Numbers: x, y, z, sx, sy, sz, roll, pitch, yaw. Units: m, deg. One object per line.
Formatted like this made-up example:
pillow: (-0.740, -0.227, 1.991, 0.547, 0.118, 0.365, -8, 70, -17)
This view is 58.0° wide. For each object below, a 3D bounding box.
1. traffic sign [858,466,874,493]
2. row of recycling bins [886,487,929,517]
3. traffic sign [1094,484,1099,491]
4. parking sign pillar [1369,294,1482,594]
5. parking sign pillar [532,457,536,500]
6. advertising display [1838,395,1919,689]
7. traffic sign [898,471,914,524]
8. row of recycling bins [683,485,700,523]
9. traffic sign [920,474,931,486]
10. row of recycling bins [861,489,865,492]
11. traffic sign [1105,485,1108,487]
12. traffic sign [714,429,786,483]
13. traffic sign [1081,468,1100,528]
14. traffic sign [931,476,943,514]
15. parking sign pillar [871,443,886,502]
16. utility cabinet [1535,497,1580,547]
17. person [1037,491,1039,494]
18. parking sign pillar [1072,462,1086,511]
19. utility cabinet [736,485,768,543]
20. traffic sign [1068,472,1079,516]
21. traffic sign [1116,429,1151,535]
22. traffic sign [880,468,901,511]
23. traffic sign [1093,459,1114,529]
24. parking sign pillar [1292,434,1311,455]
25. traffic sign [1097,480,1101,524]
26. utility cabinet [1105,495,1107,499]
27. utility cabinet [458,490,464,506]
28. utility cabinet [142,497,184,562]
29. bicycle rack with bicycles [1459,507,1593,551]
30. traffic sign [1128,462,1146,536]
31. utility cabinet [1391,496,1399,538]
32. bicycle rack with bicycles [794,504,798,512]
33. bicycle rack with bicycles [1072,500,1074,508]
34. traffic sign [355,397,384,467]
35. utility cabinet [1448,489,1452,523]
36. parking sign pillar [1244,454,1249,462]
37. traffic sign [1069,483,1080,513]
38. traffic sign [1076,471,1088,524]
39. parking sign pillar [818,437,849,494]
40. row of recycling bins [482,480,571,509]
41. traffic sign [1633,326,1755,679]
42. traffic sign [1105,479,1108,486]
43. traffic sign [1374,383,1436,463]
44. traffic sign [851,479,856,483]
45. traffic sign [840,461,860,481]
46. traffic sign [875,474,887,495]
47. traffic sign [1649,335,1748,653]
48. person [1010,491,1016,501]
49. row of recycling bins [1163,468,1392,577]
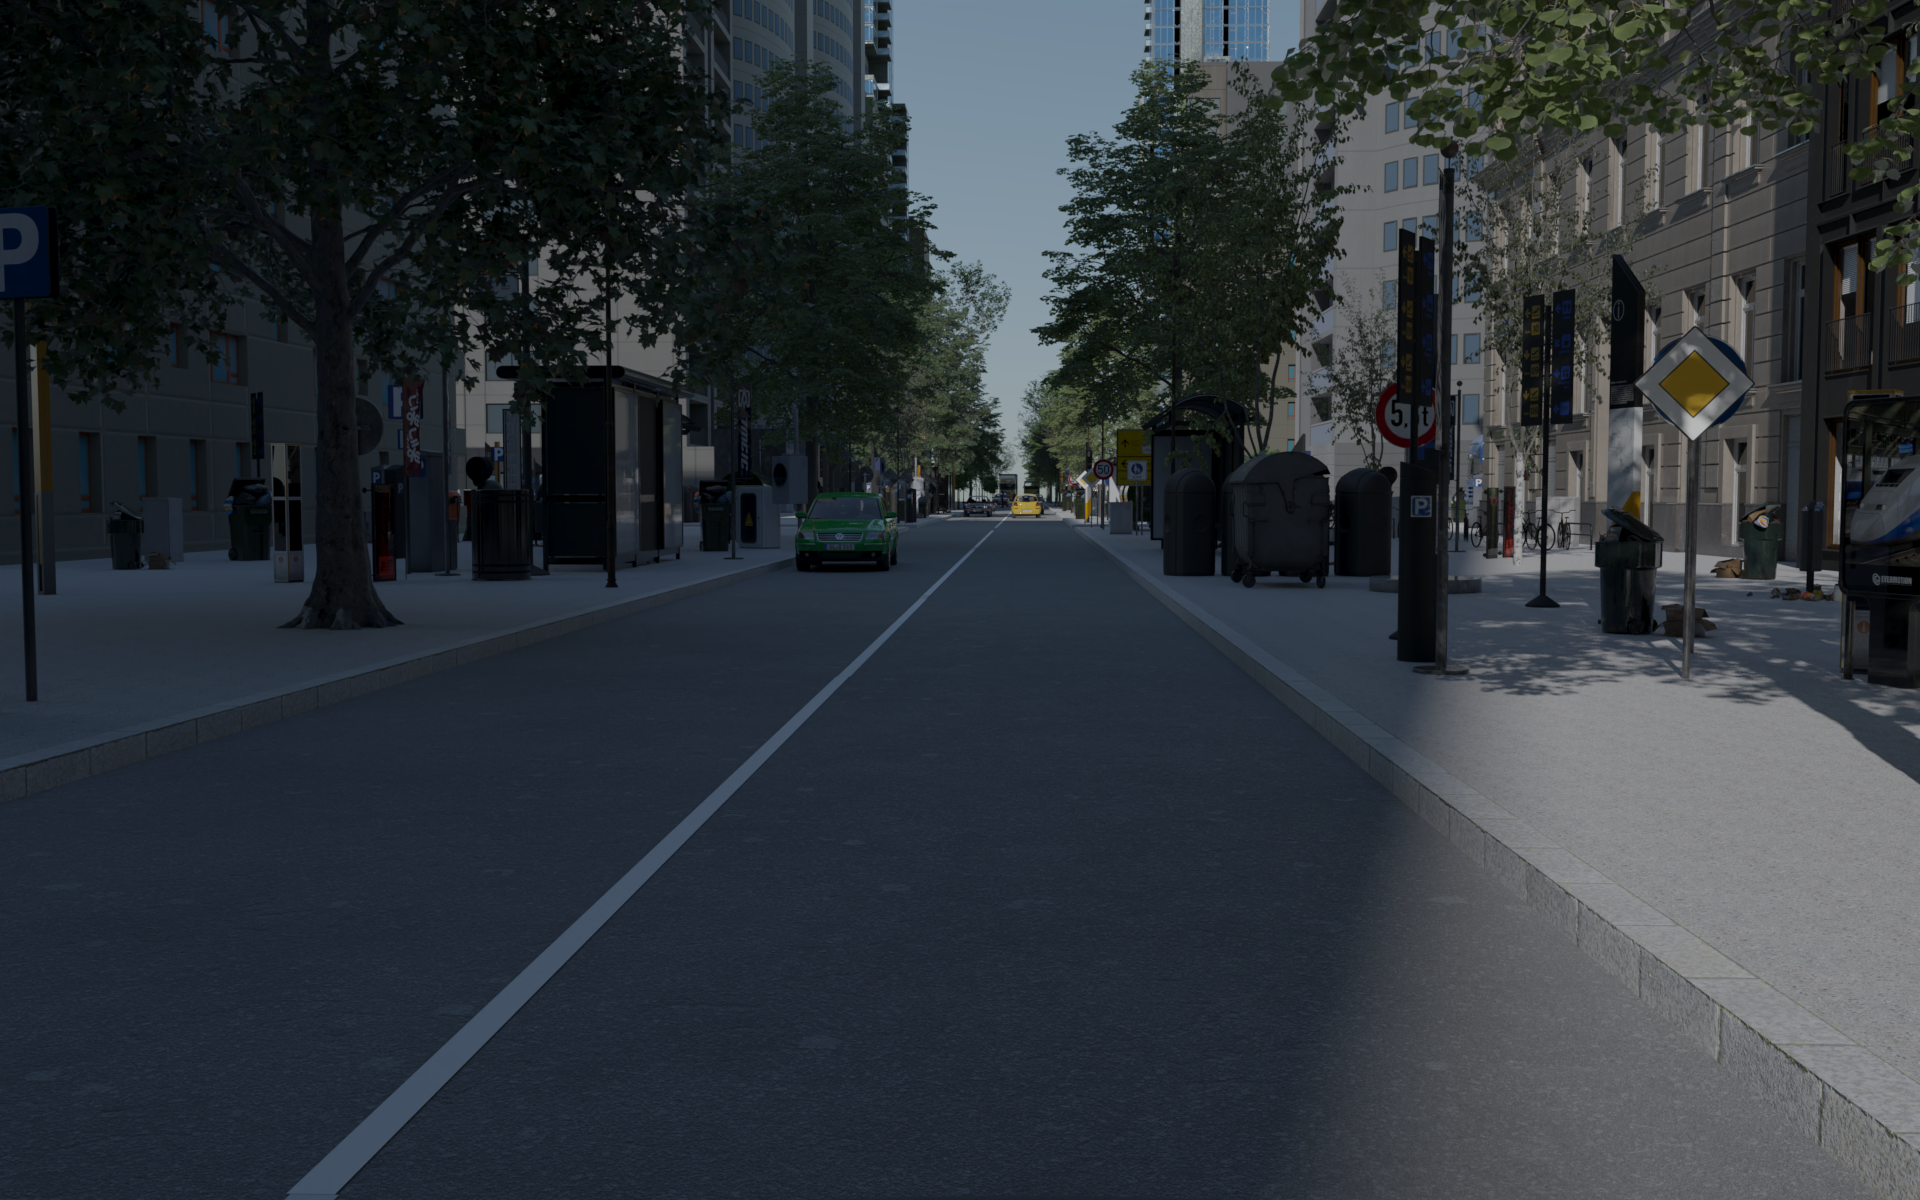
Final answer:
traffic sign: (-4.321, -4.835, 79.152, 0.768, 2.556, 0.104, 1, 4, 11)
row of recycling bins: (-3.301, -5.473, 96.596, 3.534, 1.692, 1.069, -3, 4, -37)
traffic sign: (9.585, -7.500, 122.726, 0.768, 2.556, 0.104, 0, 4, 8)
parking sign pillar: (6.149, -2.099, 22.795, 1.447, 3.967, 1.447, 1, 4, 12)
parking sign pillar: (-22.423, -6.136, 88.789, 1.447, 3.967, 1.447, 1, 4, 23)
advertising display: (6.239, -0.385, 11.516, 0.123, 1.923, 0.974, -1, 4, -12)
traffic sign: (-2.346, -4.324, 74.339, 0.795, 2.450, 0.064, 0, 4, 2)
row of recycling bins: (-12.457, -4.262, 76.800, 1.069, 1.692, 3.534, 1, 4, 11)
traffic sign: (-2.241, -6.692, 109.522, 0.768, 2.556, 0.104, 0, 4, 7)
row of recycling bins: (-6.545, -8.316, 143.084, 3.534, 1.692, 1.069, -1, 4, -20)
traffic sign: (10.740, -7.512, 122.819, 0.884, 2.594, 0.081, 0, 4, 7)
traffic sign: (-6.537, -3.674, 53.935, 2.265, 3.308, 0.079, 0, 4, 4)
traffic sign: (5.017, -3.816, 66.029, 0.795, 2.450, 0.064, 0, 4, 2)
traffic sign: (-1.504, -6.781, 112.049, 0.795, 2.450, 0.064, 1, 4, 12)
parking sign pillar: (-4.344, -6.359, 92.443, 1.447, 3.967, 1.447, 1, 4, 15)
utility cabinet: (14.612, -1.910, 42.383, 0.306, 1.237, 1.020, -3, 5, -43)
person: (9.184, -11.894, 202.976, 0.705, 1.824, 1.348, -1, 4, -16)
parking sign pillar: (8.608, -8.129, 121.385, 1.447, 3.967, 1.447, -3, 5, -40)
utility cabinet: (-5.336, -2.194, 44.545, 0.318, 1.500, 1.173, -3, 4, -37)
traffic sign: (6.777, -6.238, 102.101, 0.768, 2.556, 0.104, 1, 4, 9)
traffic sign: (6.001, -3.675, 53.957, 2.265, 3.308, 0.079, 0, 4, 3)
traffic sign: (-2.670, -3.836, 66.360, 0.795, 2.450, 0.064, 0, 4, 2)
traffic sign: (5.193, -3.827, 62.684, 0.768, 2.556, 0.104, 1, 4, 9)
parking sign pillar: (15.276, -5.470, 77.901, 1.447, 3.967, 1.447, -1, 4, -16)
traffic sign: (5.799, -4.336, 73.030, 0.606, 2.300, 0.079, 0, 4, 6)
utility cabinet: (12.364, -8.204, 145.303, 0.306, 1.237, 1.020, -1, 4, -14)
utility cabinet: (-24.339, -4.736, 86.108, 1.173, 1.500, 0.318, -2, 4, -25)
utility cabinet: (-15.140, -1.331, 32.918, 1.020, 1.237, 0.306, 3, 5, 40)
bicycle rack with bicycles: (13.369, -1.638, 40.167, 2.852, 0.926, 2.925, 0, 4, 1)
traffic sign: (5.465, -3.141, 53.490, 0.606, 2.300, 0.079, 1, 4, 12)
utility cabinet: (13.114, -2.444, 51.128, 1.020, 1.237, 0.306, -3, 5, -43)
bicycle rack with bicycles: (-11.042, -6.799, 124.552, 2.925, 0.926, 2.852, 1, 4, 23)
bicycle rack with bicycles: (10.460, -7.982, 143.894, 2.925, 0.926, 2.852, 1, 4, 18)
traffic sign: (-7.961, -1.390, 22.834, 0.768, 2.556, 0.104, 1, 4, 10)
utility cabinet: (21.389, -4.137, 76.325, 0.318, 1.500, 1.173, 2, 4, 25)
parking sign pillar: (19.211, -7.666, 113.804, 1.447, 3.967, 1.447, 1, 4, 12)
traffic sign: (7.599, -7.060, 115.431, 0.884, 2.594, 0.081, 1, 4, 10)
traffic sign: (5.341, -4.304, 74.007, 0.795, 2.450, 0.064, 0, 4, 2)
parking sign pillar: (-5.536, -5.430, 77.251, 1.447, 3.967, 1.447, 3, 5, 42)
row of recycling bins: (-12.389, -2.670, 50.769, 3.534, 1.692, 1.069, 0, 4, -3)
traffic sign: (5.049, -0.660, 11.984, 0.795, 2.450, 0.064, 1, 4, 8)
traffic sign: (10.028, -7.060, 115.532, 0.768, 2.556, 0.104, 1, 4, 9)
traffic sign: (4.995, -1.176, 19.328, 0.768, 2.556, 0.104, 0, 4, 4)
traffic sign: (-5.115, -4.884, 79.965, 0.768, 2.556, 0.104, 1, 4, 8)
traffic sign: (-4.234, -4.075, 66.730, 0.768, 2.556, 0.104, 0, 4, 6)
traffic sign: (-4.076, -5.339, 89.425, 0.606, 2.300, 0.079, 0, 4, 5)
traffic sign: (5.886, -0.844, 13.912, 0.768, 2.556, 0.104, 1, 4, 10)
person: (6.347, -11.757, 201.443, 1.217, 1.735, 0.721, -1, 4, -13)
row of recycling bins: (4.978, -1.228, 27.193, 3.534, 1.692, 1.069, 0, 4, 3)
